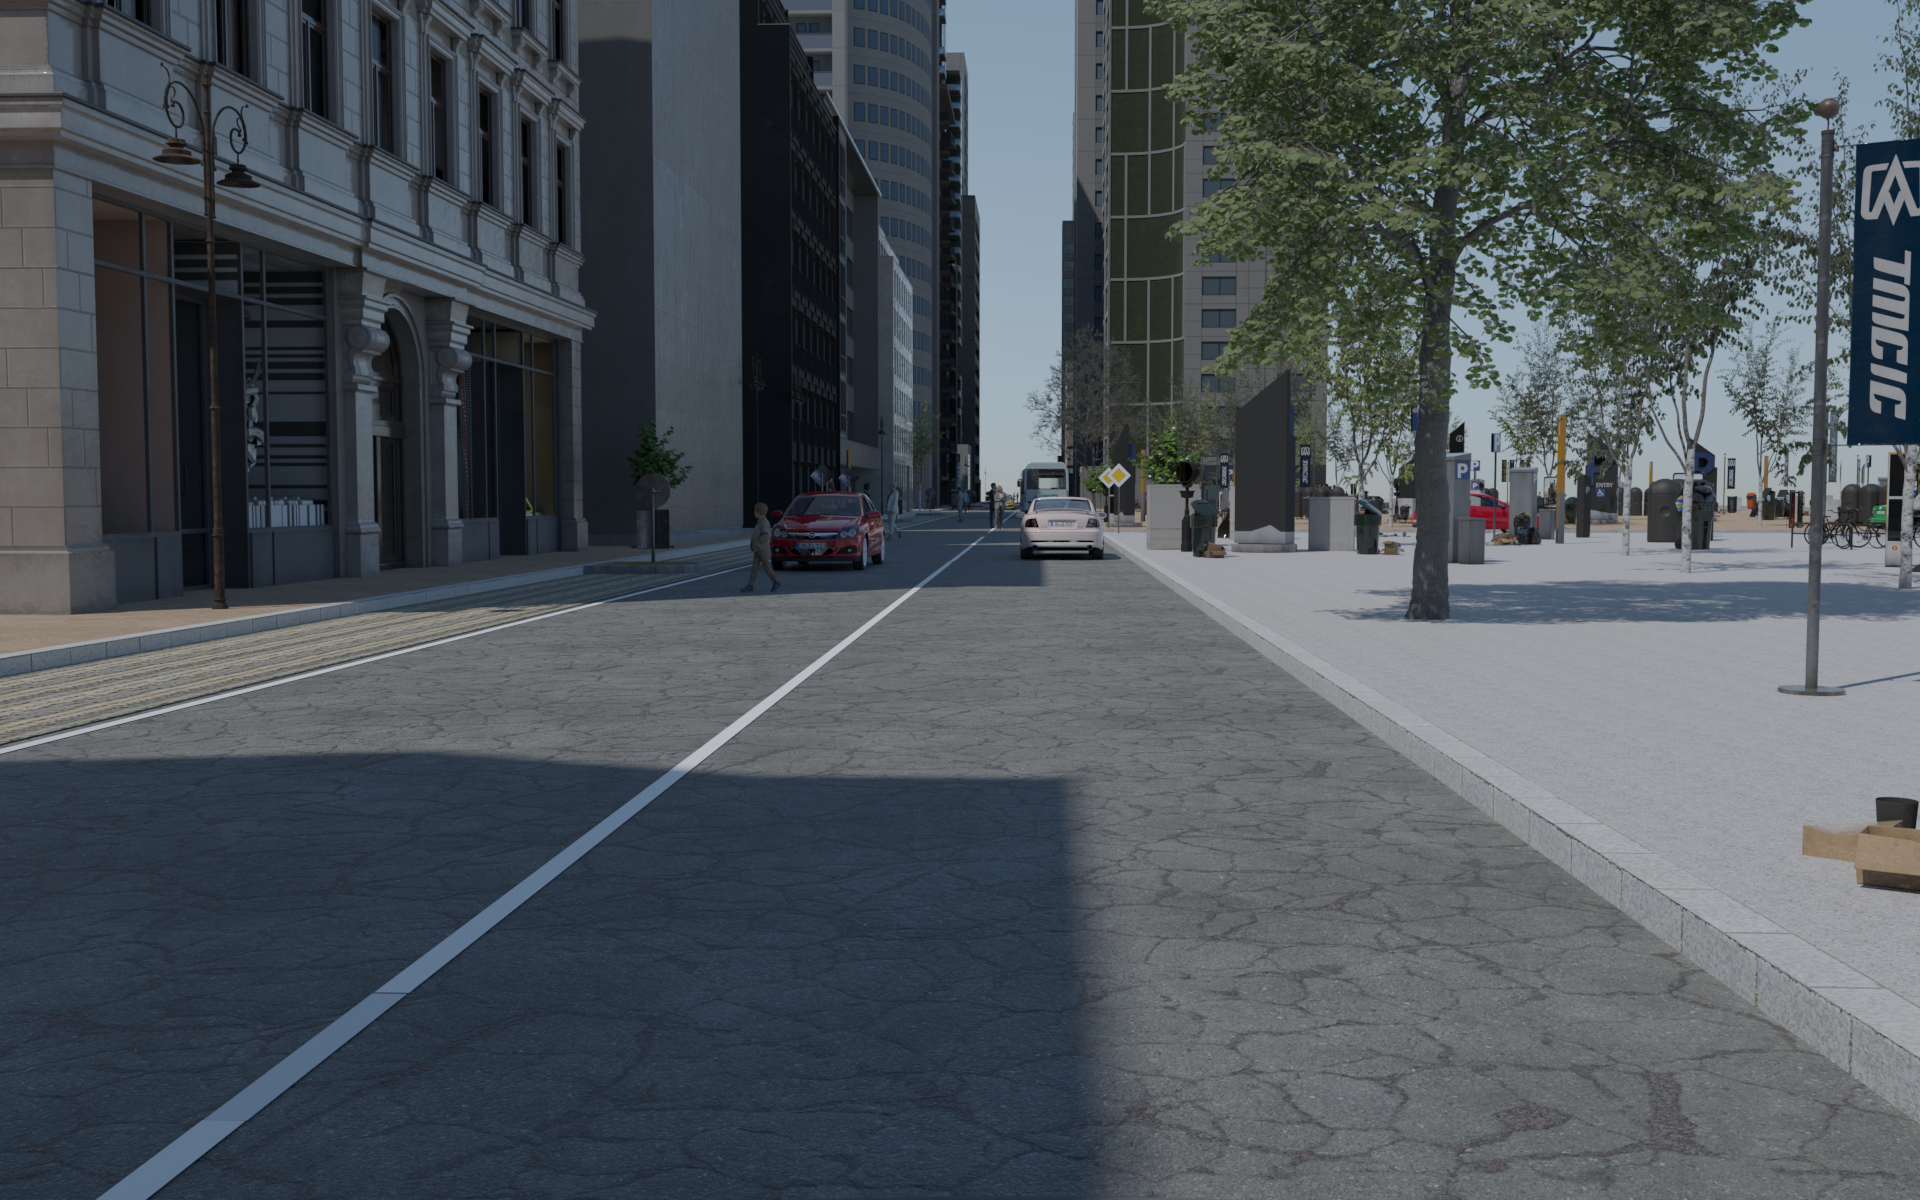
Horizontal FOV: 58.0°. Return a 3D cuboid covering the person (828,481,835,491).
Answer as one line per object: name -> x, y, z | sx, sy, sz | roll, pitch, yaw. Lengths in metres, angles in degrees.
person -> -3.717, -2.481, 49.338 | 0.520, 1.790, 0.573 | -1, 4, -17

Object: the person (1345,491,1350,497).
person -> 48.926, -12.880, 219.182 | 1.348, 1.812, 0.705 | 2, 4, 33

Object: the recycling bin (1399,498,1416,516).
recycling bin -> 26.070, -5.360, 100.193 | 0.722, 1.027, 0.722 | -3, 5, -40

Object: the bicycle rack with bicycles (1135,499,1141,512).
bicycle rack with bicycles -> 12.344, -6.783, 124.286 | 2.852, 0.926, 2.925 | 0, 4, -7

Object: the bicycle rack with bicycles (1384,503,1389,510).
bicycle rack with bicycles -> 31.713, -6.870, 125.706 | 2.852, 0.926, 2.925 | 0, 4, 1

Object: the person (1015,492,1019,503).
person -> 8.960, -16.091, 272.417 | 0.721, 1.723, 1.217 | 2, 4, 28

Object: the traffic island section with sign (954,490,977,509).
traffic island section with sign -> 0.322, -9.506, 164.045 | 1.989, 1.847, 2.006 | 0, 4, 3

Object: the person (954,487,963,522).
person -> -0.080, -4.940, 89.447 | 0.466, 1.800, 0.511 | 0, 4, 3

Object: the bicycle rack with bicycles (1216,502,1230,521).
bicycle rack with bicycles -> 13.209, -4.202, 82.088 | 2.925, 0.926, 2.852 | 0, 4, 7

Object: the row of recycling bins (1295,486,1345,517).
row of recycling bins -> 19.565, -5.368, 94.884 | 1.069, 1.692, 3.534 | -3, 5, -40

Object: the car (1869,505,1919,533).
car -> 33.187, -3.019, 58.161 | 4.718, 1.807, 1.959 | 0, 4, 2

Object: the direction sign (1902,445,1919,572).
direction sign -> 15.832, -2.226, 28.394 | 0.876, 3.537, 0.379 | -1, 4, -11

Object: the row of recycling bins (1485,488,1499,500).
row of recycling bins -> 35.723, -6.826, 118.725 | 1.069, 1.692, 3.534 | -1, 4, -16

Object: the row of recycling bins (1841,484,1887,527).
row of recycling bins -> 36.244, -3.726, 68.028 | 1.069, 1.692, 3.534 | -2, 4, -26

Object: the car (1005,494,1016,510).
car -> 4.015, -8.846, 154.857 | 2.015, 1.641, 3.980 | 0, 4, 1

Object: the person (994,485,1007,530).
person -> 1.655, -3.757, 70.104 | 0.537, 1.800, 0.526 | 0, 4, 0

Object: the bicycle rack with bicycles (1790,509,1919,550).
bicycle rack with bicycles -> 21.051, -1.687, 40.968 | 2.852, 0.926, 2.925 | -1, 4, -18

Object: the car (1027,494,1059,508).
car -> 4.637, -4.944, 92.632 | 2.131, 1.459, 4.920 | 0, 4, 4

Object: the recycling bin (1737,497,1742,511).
recycling bin -> 59.477, -7.348, 132.694 | 0.722, 1.027, 0.722 | 1, 4, 23

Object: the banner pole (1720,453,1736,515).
banner pole -> 47.021, -7.094, 105.998 | 0.863, 3.779, 0.401 | 3, 4, 37

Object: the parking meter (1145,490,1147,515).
parking meter -> 11.395, -5.972, 106.048 | 0.372, 1.533, 0.369 | 0, 3, 0

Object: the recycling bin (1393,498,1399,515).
recycling bin -> 26.162, -5.525, 102.885 | 0.722, 1.027, 0.722 | 0, 4, 2

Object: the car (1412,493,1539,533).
car -> 18.070, -3.138, 60.350 | 4.494, 1.783, 2.155 | 0, 4, 2

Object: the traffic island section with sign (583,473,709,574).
traffic island section with sign -> -5.685, -1.414, 31.742 | 1.989, 1.847, 2.006 | 0, 4, 3

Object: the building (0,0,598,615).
building -> -13.807, -10.300, 19.313 | 10.553, 20.767, 40.483 | 0, 4, 3

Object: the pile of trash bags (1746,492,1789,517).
pile of trash bags -> 44.741, -5.286, 96.180 | 3.447, 1.369, 1.912 | -3, 4, -36

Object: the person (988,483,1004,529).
person -> 1.458, -3.915, 71.876 | 0.474, 1.900, 0.648 | -3, 4, -36

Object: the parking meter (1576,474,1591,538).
parking meter -> 18.334, -2.764, 50.903 | 0.399, 1.863, 0.255 | -3, 4, -36

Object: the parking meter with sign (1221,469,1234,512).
parking meter with sign -> 18.798, -7.706, 122.257 | 0.543, 3.016, 1.738 | 0, 4, -7

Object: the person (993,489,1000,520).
person -> 2.026, -5.244, 94.101 | 0.748, 1.841, 0.638 | -1, 4, -22

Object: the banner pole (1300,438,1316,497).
banner pole -> 15.536, -5.331, 77.173 | 0.863, 3.779, 0.401 | 0, 4, 2

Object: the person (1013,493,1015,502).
person -> 7.525, -14.031, 239.368 | 0.415, 1.643, 0.593 | -3, 4, -36

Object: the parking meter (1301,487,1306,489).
parking meter -> 19.514, -5.653, 98.129 | 0.255, 1.863, 0.399 | -1, 4, -20

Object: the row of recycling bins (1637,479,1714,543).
row of recycling bins -> 19.625, -2.440, 47.007 | 1.069, 1.692, 3.534 | 3, 5, 40

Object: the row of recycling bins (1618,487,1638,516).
row of recycling bins -> 39.359, -5.810, 102.104 | 3.534, 1.692, 1.069 | 1, 4, 15

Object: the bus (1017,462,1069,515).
bus -> 5.075, -6.822, 106.406 | 2.948, 3.499, 13.247 | 0, 4, 1

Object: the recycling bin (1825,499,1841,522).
recycling bin -> 40.712, -4.160, 80.571 | 0.722, 1.027, 0.722 | 2, 4, 32

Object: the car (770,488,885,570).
car -> -2.561, -1.528, 34.028 | 2.155, 1.783, 4.494 | 0, 4, 5

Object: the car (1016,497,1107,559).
car -> 2.317, -1.662, 39.540 | 2.083, 1.381, 4.827 | 0, 4, 3

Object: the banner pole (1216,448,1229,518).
banner pole -> 14.081, -6.320, 93.341 | 0.863, 3.779, 0.401 | 1, 4, 14

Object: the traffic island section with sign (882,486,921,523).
traffic island section with sign -> -3.160, -4.812, 87.305 | 1.989, 1.847, 2.006 | 0, 4, 3

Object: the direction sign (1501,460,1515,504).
direction sign -> 36.002, -7.453, 113.848 | 0.876, 3.537, 0.379 | -1, 4, -8

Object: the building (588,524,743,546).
building -> -22.058, -14.109, 49.753 | 30.058, 24.678, 14.314 | 0, 4, 3

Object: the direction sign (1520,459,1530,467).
direction sign -> 37.007, -7.430, 113.469 | 0.379, 3.537, 0.876 | -2, 4, -23

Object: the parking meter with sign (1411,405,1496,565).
parking meter with sign -> 9.110, -2.197, 32.189 | 0.543, 3.016, 1.738 | -1, 4, -21

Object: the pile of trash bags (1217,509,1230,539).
pile of trash bags -> 7.882, -2.460, 49.978 | 3.447, 1.369, 1.912 | 0, 4, 4

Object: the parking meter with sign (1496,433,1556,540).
parking meter with sign -> 16.004, -3.236, 49.177 | 1.738, 3.016, 0.543 | 3, 4, 37

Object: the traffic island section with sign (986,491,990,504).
traffic island section with sign -> 4.078, -14.576, 246.948 | 1.989, 1.847, 2.006 | 0, 4, 3

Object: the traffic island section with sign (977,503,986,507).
traffic island section with sign -> 1.547, -11.153, 190.973 | 1.989, 1.847, 2.006 | 0, 4, 3

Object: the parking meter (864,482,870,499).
parking meter -> -4.679, -4.974, 87.036 | 0.255, 1.863, 0.399 | 1, 4, 13

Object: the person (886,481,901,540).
person -> -2.055, -2.800, 54.153 | 0.514, 1.842, 0.818 | 3, 5, 43

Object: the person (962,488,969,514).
person -> 0.333, -7.084, 124.182 | 0.638, 1.841, 0.748 | -1, 4, -12

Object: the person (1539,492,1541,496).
person -> 72.487, -12.700, 216.925 | 0.721, 1.735, 1.217 | 1, 4, 15

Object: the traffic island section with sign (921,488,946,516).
traffic island section with sign -> -1.913, -6.487, 114.694 | 1.989, 1.847, 2.006 | 0, 4, 3

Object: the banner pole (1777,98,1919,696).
banner pole -> 5.685, -1.279, 10.935 | 0.863, 3.779, 0.401 | 2, 4, 34

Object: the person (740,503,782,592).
person -> -2.900, -0.771, 25.377 | 0.640, 1.303, 0.475 | -2, 4, -35
